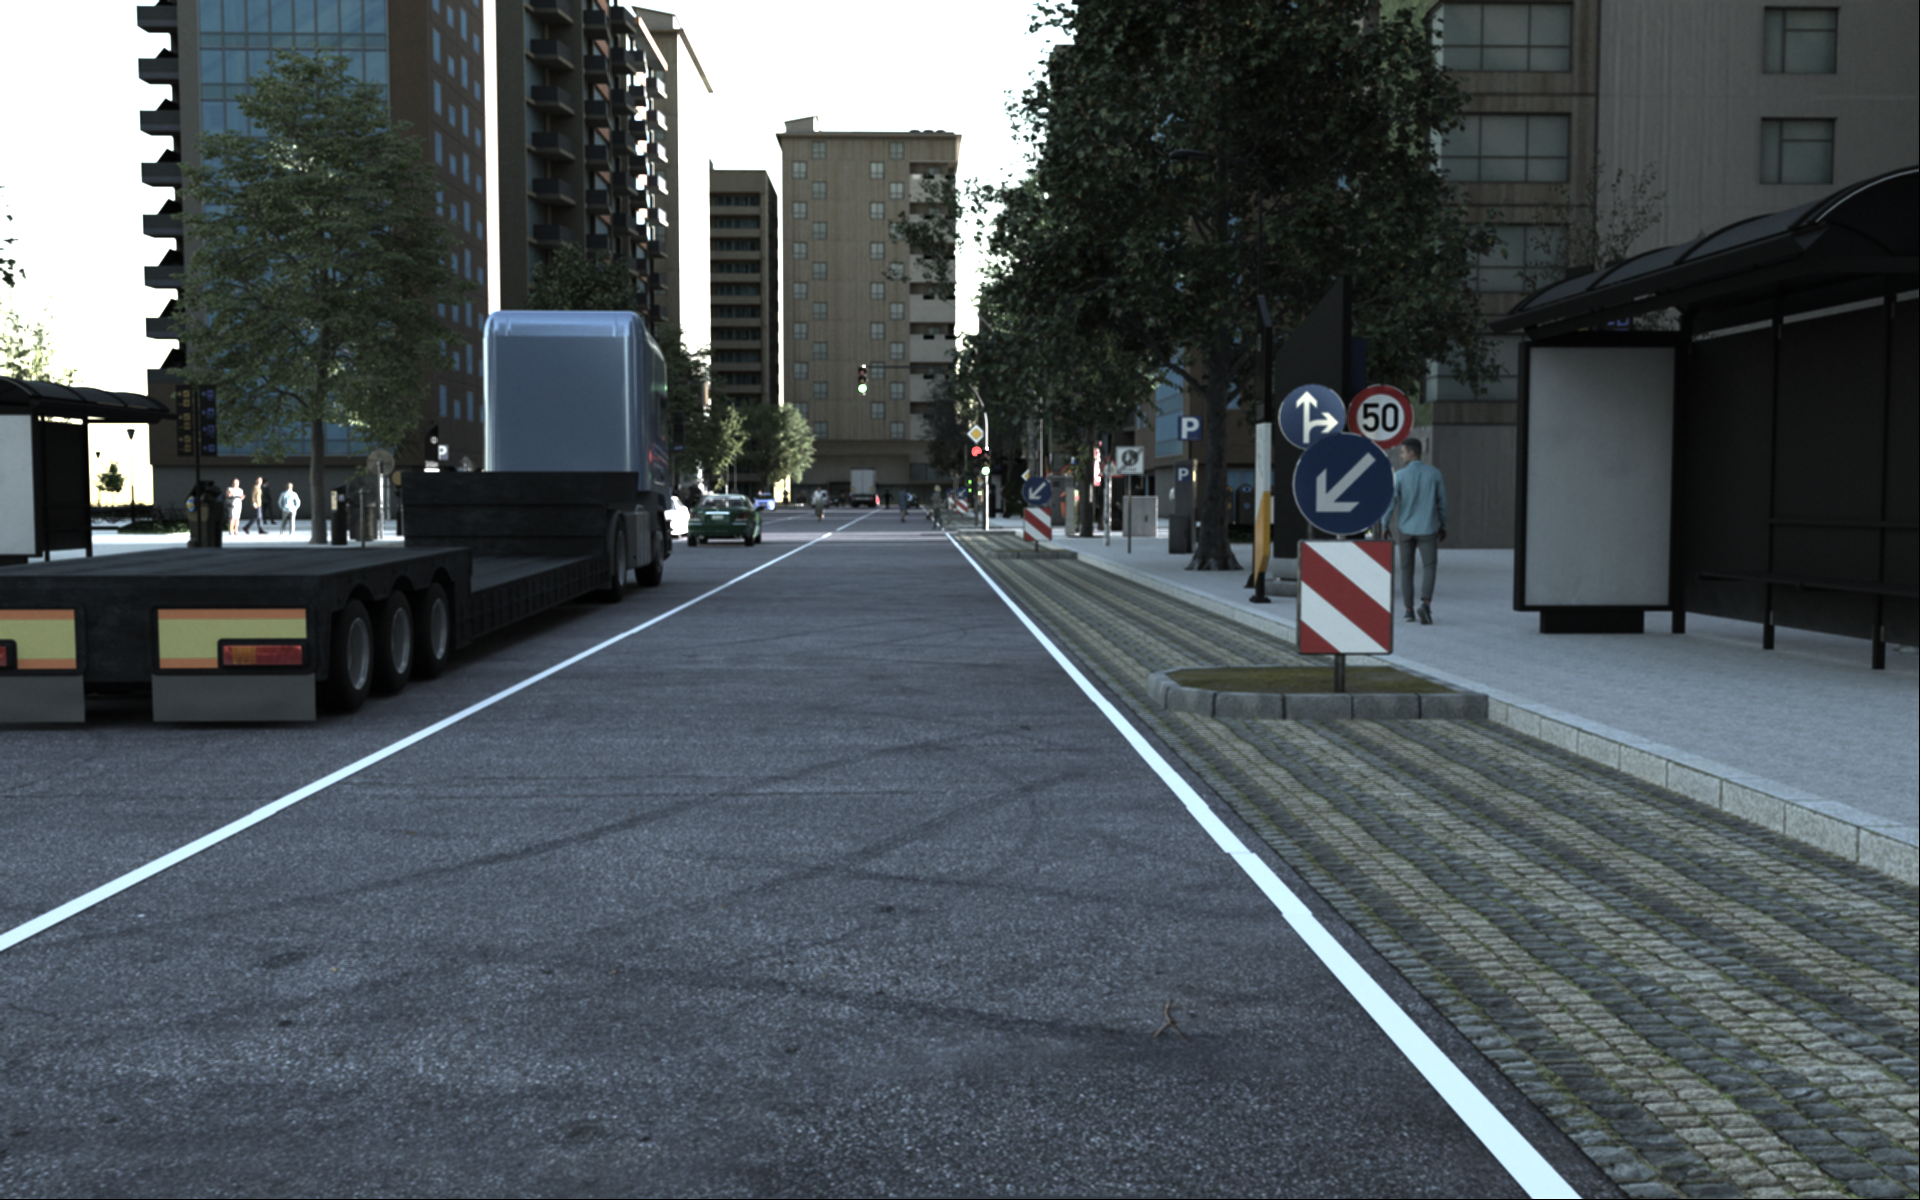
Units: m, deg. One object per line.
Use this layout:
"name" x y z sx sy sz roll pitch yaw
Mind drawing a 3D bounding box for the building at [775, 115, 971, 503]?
"building" -11.615 -40.374 249.353 27.495 52.752 28.713 0 4 -2

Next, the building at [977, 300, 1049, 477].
"building" 9.673 -28.844 243.301 14.107 30.474 14.160 0 4 -2

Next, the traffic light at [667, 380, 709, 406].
"traffic light" -12.427 -5.784 69.235 4.771 5.953 1.251 0 4 -2

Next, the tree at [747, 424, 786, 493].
"tree" -19.827 -13.828 176.445 4.360 8.622 3.978 0 3 0

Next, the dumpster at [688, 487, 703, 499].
"dumpster" -20.443 -7.771 132.819 1.264 1.857 1.865 0 4 -2

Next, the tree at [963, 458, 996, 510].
"tree" 1.676 -9.512 139.238 4.285 4.588 4.351 0 3 0

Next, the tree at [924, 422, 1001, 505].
"tree" -0.179 -17.016 212.624 7.601 10.594 8.767 -1 4 -15

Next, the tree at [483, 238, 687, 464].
"tree" -16.941 -9.840 77.889 9.611 12.733 9.660 0 3 0

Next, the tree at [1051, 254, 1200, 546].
"tree" 3.773 -5.657 42.850 4.737 8.622 4.395 0 3 0

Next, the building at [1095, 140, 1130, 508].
"building" 20.327 -29.098 130.376 22.147 44.769 28.867 0 4 -2

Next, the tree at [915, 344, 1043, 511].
"tree" 1.385 -13.407 129.572 12.009 13.543 11.850 0 3 0

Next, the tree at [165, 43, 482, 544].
"tree" -16.094 -7.718 44.311 7.486 12.596 7.792 0 3 0

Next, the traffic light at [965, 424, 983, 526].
"traffic light" 0.639 -4.934 69.590 0.839 4.253 0.868 0 4 -2

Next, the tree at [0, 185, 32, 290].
"tree" -15.847 -6.223 18.754 9.611 12.733 9.660 0 3 0

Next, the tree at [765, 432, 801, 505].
"tree" -21.053 -15.635 205.994 4.737 8.622 4.395 0 3 0

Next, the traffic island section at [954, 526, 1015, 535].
"traffic island section" 0.908 -2.412 61.723 2.009 0.180 2.903 0 4 -2

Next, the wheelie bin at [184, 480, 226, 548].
"wheelie bin" -17.407 -1.965 40.033 0.693 1.594 0.980 1 4 11

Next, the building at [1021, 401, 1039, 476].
"building" 21.673 -21.603 198.247 27.650 21.520 28.899 0 4 -2

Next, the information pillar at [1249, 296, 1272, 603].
"information pillar" 3.557 -1.772 20.328 0.183 3.616 0.504 0 4 -2

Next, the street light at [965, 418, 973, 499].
"street light" 1.010 -8.167 106.079 1.470 5.913 1.316 0 4 -2

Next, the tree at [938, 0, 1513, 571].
"tree" 4.434 -6.852 29.045 9.611 12.733 9.660 0 3 0

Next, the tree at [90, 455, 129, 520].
"tree" -41.710 -5.546 85.283 1.663 3.219 1.824 0 3 0

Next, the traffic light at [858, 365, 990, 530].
"traffic light" -1.221 -5.305 61.407 4.771 5.953 1.251 0 4 -2

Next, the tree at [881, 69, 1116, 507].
"tree" 2.570 -13.725 80.297 12.611 20.169 13.585 0 3 0

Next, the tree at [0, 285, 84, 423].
"tree" -31.544 -6.610 58.439 4.737 8.622 4.395 0 3 0

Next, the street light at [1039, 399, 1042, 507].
"street light" 2.290 -5.407 60.951 1.470 5.913 1.316 0 4 -2

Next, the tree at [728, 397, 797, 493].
"tree" -20.983 -15.876 185.321 9.928 11.665 9.643 0 3 0

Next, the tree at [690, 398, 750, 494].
"tree" -18.942 -11.507 138.503 4.737 8.622 4.395 0 3 0

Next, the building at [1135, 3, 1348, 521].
"building" 17.865 -27.440 98.754 14.600 45.320 14.200 0 4 -2

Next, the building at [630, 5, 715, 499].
"building" -42.936 -37.126 196.252 27.495 52.752 28.713 0 4 -2

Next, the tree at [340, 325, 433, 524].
"tree" -24.785 -7.578 74.262 4.737 8.622 4.395 0 3 0

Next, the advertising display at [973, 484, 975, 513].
"advertising display" 1.026 -6.698 114.721 0.123 1.923 0.974 -1 4 -12

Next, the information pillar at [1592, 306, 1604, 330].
"information pillar" 6.761 -1.657 18.448 0.504 3.616 0.183 -3 5 -43

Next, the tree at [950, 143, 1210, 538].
"tree" 3.914 -7.654 50.901 9.928 11.665 9.643 0 3 0

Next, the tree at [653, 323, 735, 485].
"tree" -18.889 -12.059 115.293 7.486 12.596 7.792 0 3 0

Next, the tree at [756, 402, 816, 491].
"tree" -21.294 -18.126 214.494 7.486 12.596 7.792 0 3 0

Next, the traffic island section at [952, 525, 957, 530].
"traffic island section" 0.679 -2.901 69.705 2.009 0.180 2.903 0 4 -2

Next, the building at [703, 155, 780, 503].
"building" -36.940 -38.014 245.237 21.600 48.544 21.300 0 4 -2

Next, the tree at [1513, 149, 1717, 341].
"tree" 14.139 -5.363 38.052 4.360 8.622 3.978 0 3 0

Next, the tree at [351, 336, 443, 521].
"tree" -26.657 -8.005 81.249 4.360 8.622 3.978 0 3 0

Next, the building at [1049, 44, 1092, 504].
"building" 15.180 -29.230 161.511 14.154 41.232 14.086 0 4 -2

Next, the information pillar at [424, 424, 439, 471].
"information pillar" -17.517 -4.044 57.478 0.504 3.616 0.183 -2 4 -34

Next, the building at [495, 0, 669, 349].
"building" -38.678 -30.760 157.553 22.147 44.769 28.867 0 4 -2

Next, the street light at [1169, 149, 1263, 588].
"street light" 3.519 -3.118 23.525 1.470 5.913 1.316 0 4 -2

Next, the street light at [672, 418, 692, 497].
"street light" -17.134 -8.191 106.461 1.470 5.913 1.316 0 4 -2

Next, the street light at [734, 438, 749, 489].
"street light" -18.108 -10.459 143.551 1.470 5.913 1.316 0 4 -2
